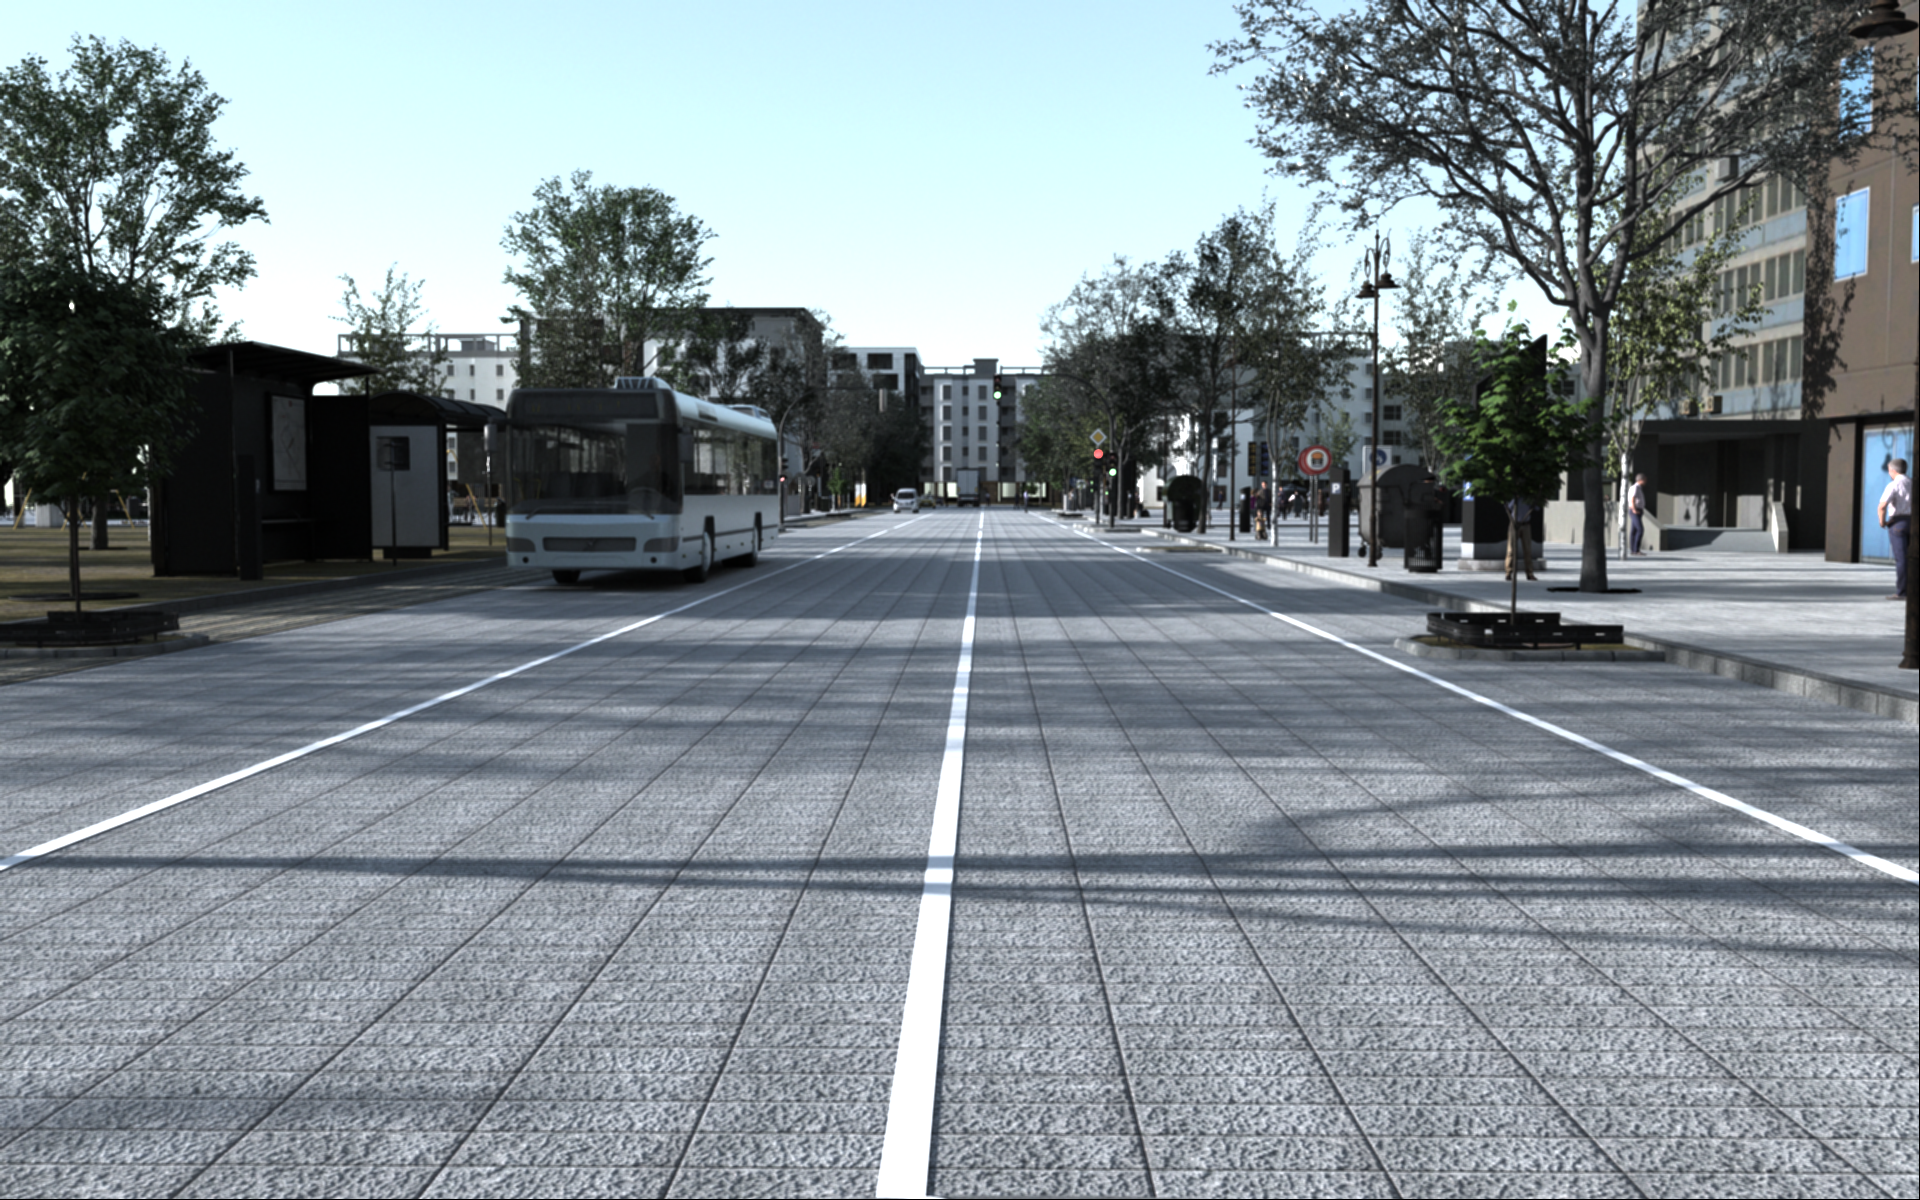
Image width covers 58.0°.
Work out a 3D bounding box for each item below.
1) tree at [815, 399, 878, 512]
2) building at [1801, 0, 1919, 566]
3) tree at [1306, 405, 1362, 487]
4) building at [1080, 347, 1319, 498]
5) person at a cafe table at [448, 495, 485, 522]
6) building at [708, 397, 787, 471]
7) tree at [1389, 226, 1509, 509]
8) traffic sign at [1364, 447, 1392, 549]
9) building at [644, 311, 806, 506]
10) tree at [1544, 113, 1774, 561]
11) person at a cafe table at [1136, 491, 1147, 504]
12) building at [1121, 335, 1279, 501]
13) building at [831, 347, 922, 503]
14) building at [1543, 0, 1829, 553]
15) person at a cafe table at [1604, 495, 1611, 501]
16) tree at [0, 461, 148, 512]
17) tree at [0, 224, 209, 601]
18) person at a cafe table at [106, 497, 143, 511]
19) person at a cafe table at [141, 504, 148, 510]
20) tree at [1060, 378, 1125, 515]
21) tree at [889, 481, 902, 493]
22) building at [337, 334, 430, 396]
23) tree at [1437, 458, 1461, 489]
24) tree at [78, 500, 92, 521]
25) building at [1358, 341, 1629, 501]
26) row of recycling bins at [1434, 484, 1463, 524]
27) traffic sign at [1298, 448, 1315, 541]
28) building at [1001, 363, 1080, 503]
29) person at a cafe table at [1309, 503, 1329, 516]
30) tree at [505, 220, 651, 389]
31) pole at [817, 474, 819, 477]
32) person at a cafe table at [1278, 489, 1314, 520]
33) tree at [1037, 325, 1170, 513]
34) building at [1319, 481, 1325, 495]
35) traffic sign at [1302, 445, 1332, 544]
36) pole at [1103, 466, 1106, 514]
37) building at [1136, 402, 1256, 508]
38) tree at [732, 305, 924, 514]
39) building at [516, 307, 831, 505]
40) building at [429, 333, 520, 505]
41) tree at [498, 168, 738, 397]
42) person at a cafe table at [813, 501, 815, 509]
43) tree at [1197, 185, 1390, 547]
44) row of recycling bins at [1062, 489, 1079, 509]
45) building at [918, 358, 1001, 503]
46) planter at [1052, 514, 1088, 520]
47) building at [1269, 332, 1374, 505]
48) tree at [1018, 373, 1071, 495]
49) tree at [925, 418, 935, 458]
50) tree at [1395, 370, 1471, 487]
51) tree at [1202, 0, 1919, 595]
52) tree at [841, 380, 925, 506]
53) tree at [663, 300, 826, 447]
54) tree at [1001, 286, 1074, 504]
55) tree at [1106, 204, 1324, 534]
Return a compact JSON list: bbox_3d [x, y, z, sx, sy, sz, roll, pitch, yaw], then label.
[{"bbox_3d":[-9.097,-10.822,127.308,4.360,8.622,3.978,0,3,0],"label":"tree"},{"bbox_3d":[22.942,-22.920,24.852,14.600,45.320,14.200,0,4,1],"label":"building"},{"bbox_3d":[30.818,-11.755,142.557,4.737,8.622,4.395,0,3,0],"label":"tree"},{"bbox_3d":[33.813,-25.095,254.272,32.646,21.610,27.936,0,4,1],"label":"building"},{"bbox_3d":[-23.761,-4.371,82.335,1.726,1.238,1.698,1,4,10],"label":"person at a cafe table"},{"bbox_3d":[-20.799,-13.560,163.857,9.099,9.664,28.070,0,4,1],"label":"building"},{"bbox_3d":[12.933,-5.925,47.233,4.360,8.622,3.978,0,3,0],"label":"tree"},{"bbox_3d":[8.893,-2.128,36.923,0.606,2.300,0.079,0,4,2],"label":"traffic sign"},{"bbox_3d":[-24.361,-19.991,183.279,16.016,20.091,11.380,0,4,1],"label":"building"},{"bbox_3d":[13.023,-5.066,33.194,4.737,8.622,4.395,0,3,0],"label":"tree"},{"bbox_3d":[13.420,-7.568,132.257,1.698,1.524,1.622,1,4,13],"label":"person at a cafe table"},{"bbox_3d":[26.003,-20.463,201.034,16.747,18.905,31.486,0,4,1],"label":"building"},{"bbox_3d":[-22.224,-25.125,254.759,32.646,21.610,27.936,0,4,1],"label":"building"},{"bbox_3d":[31.938,-21.562,44.418,32.217,40.220,23.993,0,4,1],"label":"building"},{"bbox_3d":[49.468,-7.516,133.742,1.726,1.238,1.698,1,4,21],"label":"person at a cafe table"},{"bbox_3d":[-64.962,-13.848,128.227,13.155,14.587,18.604,-1,4,-11],"label":"tree"},{"bbox_3d":[-11.011,-2.294,21.218,4.285,4.588,4.351,0,3,0],"label":"tree"},{"bbox_3d":[-45.077,-5.061,93.605,1.726,1.238,1.698,3,4,38],"label":"person at a cafe table"},{"bbox_3d":[-44.641,-5.377,96.428,1.622,1.524,1.698,0,4,8],"label":"person at a cafe table"},{"bbox_3d":[8.514,-9.491,105.548,4.737,8.622,4.395,0,3,0],"label":"tree"},{"bbox_3d":[-8.259,-13.630,217.451,1.663,3.219,1.824,0,3,0],"label":"tree"},{"bbox_3d":[-67.141,-21.651,210.414,11.380,20.091,16.016,0,4,1],"label":"building"},{"bbox_3d":[41.665,-9.897,145.526,4.285,4.588,4.351,0,3,0],"label":"tree"},{"bbox_3d":[-41.522,-5.339,81.896,1.663,3.219,1.824,0,3,0],"label":"tree"},{"bbox_3d":[64.377,-20.928,208.632,31.486,18.905,16.747,0,4,1],"label":"building"},{"bbox_3d":[20.030,-4.079,73.808,3.534,1.692,1.069,-1,4,-15],"label":"row of recycling bins"},{"bbox_3d":[9.553,-2.870,47.030,0.768,2.556,0.104,1,4,10],"label":"traffic sign"},{"bbox_3d":[11.182,-23.950,248.003,11.380,20.091,16.016,0,4,1],"label":"building"},{"bbox_3d":[21.920,-5.625,102.822,1.698,1.238,1.726,3,5,45],"label":"person at a cafe table"},{"bbox_3d":[-10.563,-5.930,47.311,4.360,8.622,3.978,0,3,0],"label":"tree"},{"bbox_3d":[-11.364,-8.873,138.917,0.158,3.312,0.155,0,3,0],"label":"pole"},{"bbox_3d":[16.654,-4.727,85.803,1.698,1.524,1.622,0,4,2],"label":"person at a cafe table"},{"bbox_3d":[9.742,-12.248,117.266,9.611,12.733,9.660,0,3,0],"label":"tree"},{"bbox_3d":[65.876,-23.340,248.062,31.486,18.905,16.747,0,4,1],"label":"building"},{"bbox_3d":[9.220,-2.731,44.764,0.768,2.556,0.104,0,4,7],"label":"traffic sign"},{"bbox_3d":[9.186,-7.095,109.841,0.158,3.312,0.155,0,3,0],"label":"pole"},{"bbox_3d":[22.493,-14.036,171.640,9.099,9.664,28.070,0,4,1],"label":"building"},{"bbox_3d":[-9.914,-12.293,111.364,12.009,13.543,11.850,0,3,0],"label":"tree"},{"bbox_3d":[-33.048,-22.007,203.781,32.646,21.610,27.936,0,4,1],"label":"building"},{"bbox_3d":[-55.702,-21.632,210.106,11.380,20.091,16.016,0,4,1],"label":"building"},{"bbox_3d":[-10.811,-7.916,55.188,9.928,11.665,9.643,0,3,0],"label":"tree"},{"bbox_3d":[-12.237,-8.429,146.333,1.622,1.524,1.698,1,4,17],"label":"person at a cafe table"},{"bbox_3d":[7.951,-5.614,42.156,4.360,8.622,3.978,0,3,0],"label":"tree"},{"bbox_3d":[9.581,-8.580,147.398,1.069,1.692,3.534,2,4,25],"label":"row of recycling bins"},{"bbox_3d":[-0.201,-23.945,247.917,11.380,20.091,16.016,0,4,1],"label":"building"},{"bbox_3d":[6.223,-4.721,98.320,1.991,0.319,1.994,0,4,1],"label":"planter"},{"bbox_3d":[42.478,-21.512,208.133,11.380,20.091,16.016,0,4,1],"label":"building"},{"bbox_3d":[8.903,-13.345,143.948,9.928,11.665,9.643,0,3,0],"label":"tree"},{"bbox_3d":[-7.707,-18.578,210.401,9.857,13.997,8.962,0,3,0],"label":"tree"},{"bbox_3d":[35.471,-11.692,125.582,8.767,10.594,7.601,3,5,43],"label":"tree"},{"bbox_3d":[8.252,-6.853,22.419,12.009,13.543,11.850,0,3,0],"label":"tree"},{"bbox_3d":[-9.271,-17.509,192.928,9.857,13.997,8.962,0,3,0],"label":"tree"},{"bbox_3d":[-10.557,-9.060,82.542,8.767,10.594,7.601,0,4,-5],"label":"tree"},{"bbox_3d":[8.143,-10.793,86.836,12.009,13.543,11.850,0,3,0],"label":"tree"},{"bbox_3d":[8.134,-7.412,55.597,7.601,10.594,8.767,1,4,13],"label":"tree"}]
